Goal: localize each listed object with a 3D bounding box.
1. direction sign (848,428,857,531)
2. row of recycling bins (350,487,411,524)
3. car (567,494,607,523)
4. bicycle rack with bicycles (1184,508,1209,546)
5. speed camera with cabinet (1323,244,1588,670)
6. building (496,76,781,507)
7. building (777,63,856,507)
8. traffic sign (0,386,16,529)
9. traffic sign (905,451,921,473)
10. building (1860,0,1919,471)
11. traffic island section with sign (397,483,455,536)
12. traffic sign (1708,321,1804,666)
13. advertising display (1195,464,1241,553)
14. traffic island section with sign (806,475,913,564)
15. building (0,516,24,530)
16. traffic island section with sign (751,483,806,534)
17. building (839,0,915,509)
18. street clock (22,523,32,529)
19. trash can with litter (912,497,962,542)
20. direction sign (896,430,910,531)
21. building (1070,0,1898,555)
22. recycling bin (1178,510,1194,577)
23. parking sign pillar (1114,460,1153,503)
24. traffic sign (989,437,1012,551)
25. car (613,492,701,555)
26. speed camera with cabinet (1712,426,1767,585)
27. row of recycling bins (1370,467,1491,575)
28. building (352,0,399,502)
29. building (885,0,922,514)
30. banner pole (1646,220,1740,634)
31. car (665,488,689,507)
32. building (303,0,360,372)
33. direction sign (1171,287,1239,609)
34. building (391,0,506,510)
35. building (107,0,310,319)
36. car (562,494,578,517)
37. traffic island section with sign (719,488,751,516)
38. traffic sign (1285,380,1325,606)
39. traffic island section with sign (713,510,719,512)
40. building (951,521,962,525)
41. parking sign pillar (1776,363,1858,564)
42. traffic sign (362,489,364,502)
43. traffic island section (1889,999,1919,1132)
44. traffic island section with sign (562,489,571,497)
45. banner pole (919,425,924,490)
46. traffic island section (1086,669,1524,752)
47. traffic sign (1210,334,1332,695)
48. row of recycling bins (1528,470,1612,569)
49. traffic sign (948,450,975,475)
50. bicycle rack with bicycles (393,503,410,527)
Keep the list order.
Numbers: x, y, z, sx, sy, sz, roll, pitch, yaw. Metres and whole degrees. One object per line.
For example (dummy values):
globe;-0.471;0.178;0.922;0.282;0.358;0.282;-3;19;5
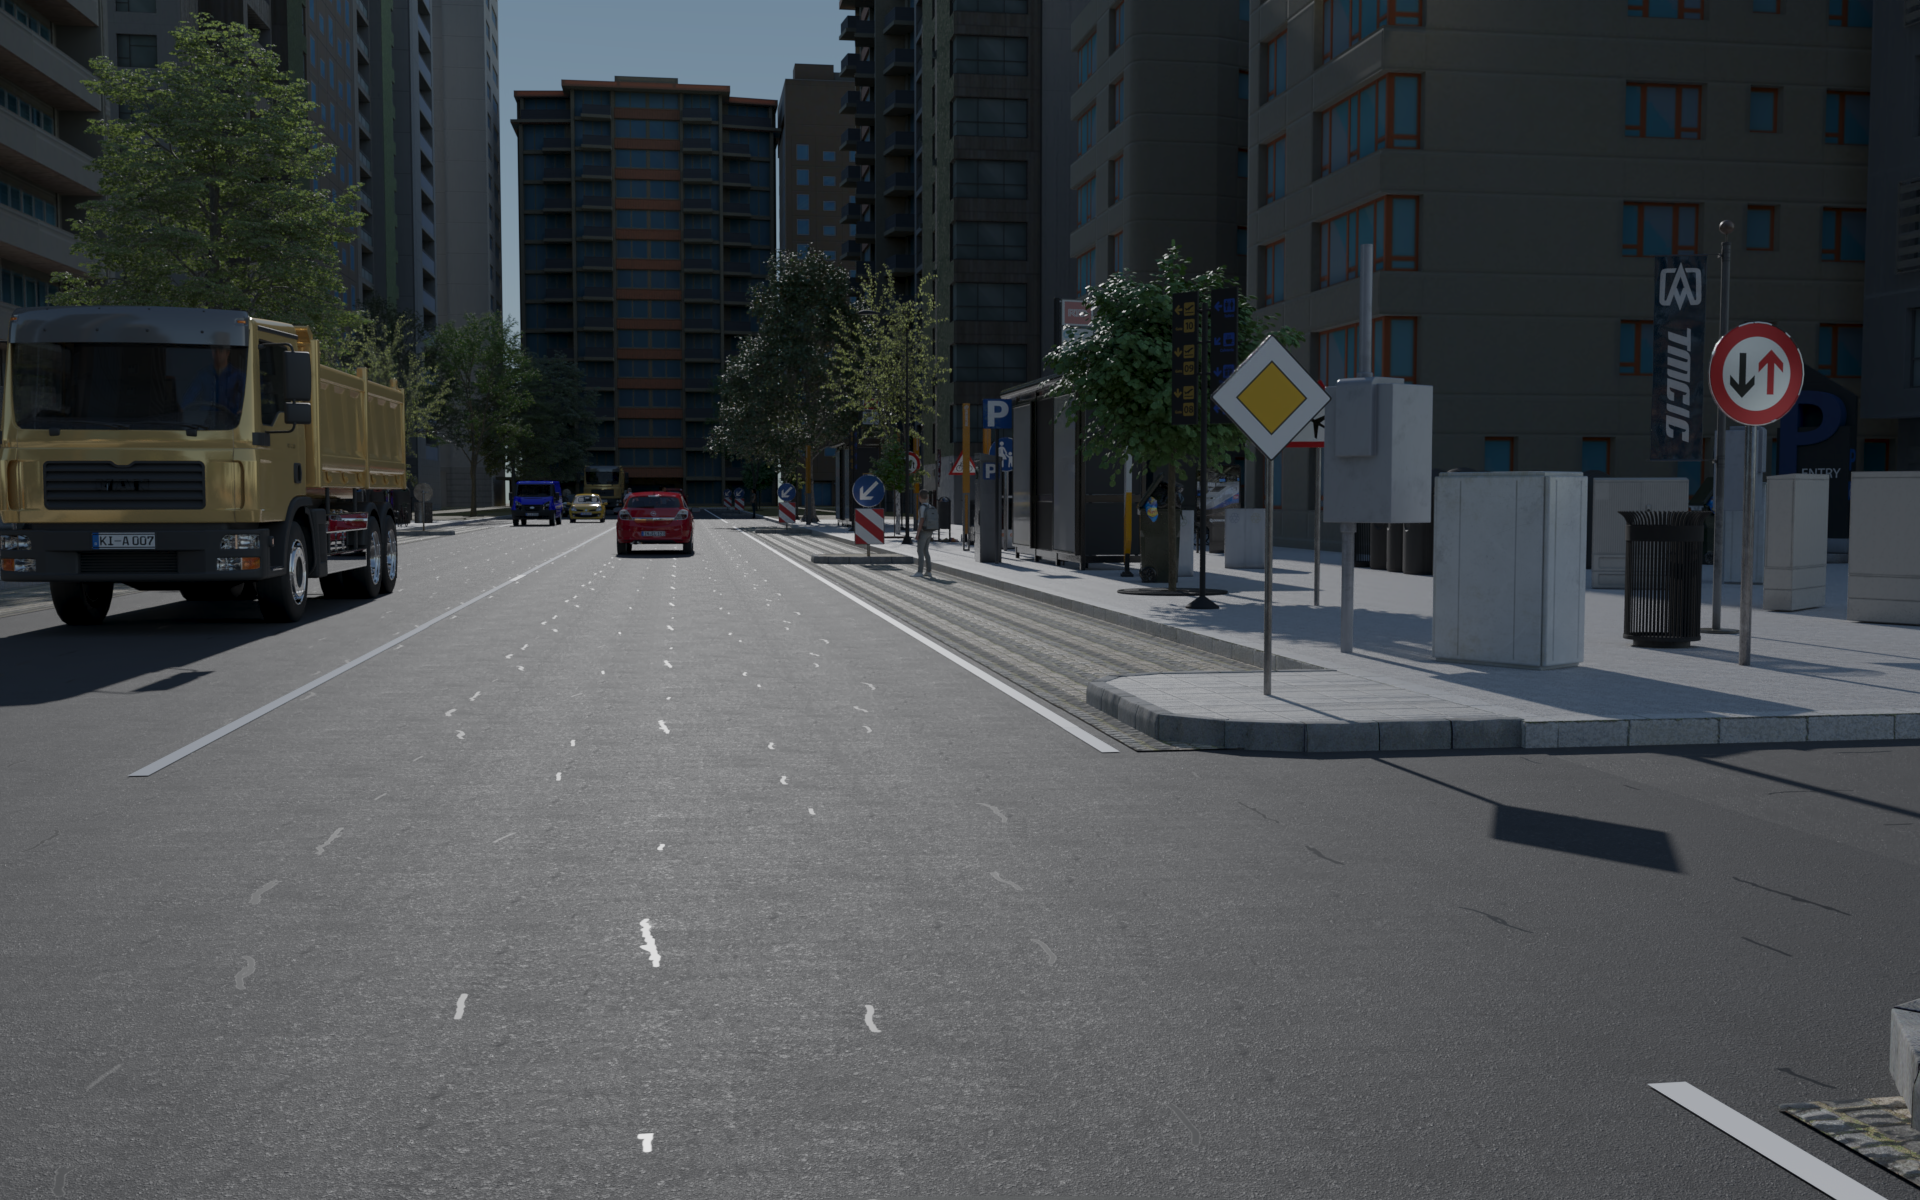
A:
direction sign;-3.680;-4.147;59.802;0.379;3.537;0.876;1;4;12
row of recycling bins;-25.438;-4.109;74.297;3.534;1.692;1.069;-1;4;-23
car;-18.918;-4.755;87.965;2.015;1.641;3.980;-1;4;-10
bicycle rack with bicycles;5.824;-1.839;43.446;2.925;0.926;2.852;1;4;19
speed camera with cabinet;3.802;-1.166;13.406;0.660;3.252;2.038;-3;5;-39
building;-33.858;-32.421;184.707;28.867;44.769;22.147;-1;4;-9
building;-11.802;-32.693;184.635;14.200;45.320;14.600;-1;4;-9
traffic sign;-18.221;-2.376;32.716;2.265;3.308;0.079;0;4;-3
traffic sign;-1.550;-3.152;51.638;0.768;2.556;0.104;0;4;-1
building;26.916;-21.183;29.935;14.086;41.232;14.154;-1;4;-9
traffic island section with sign;-18.584;-3.141;59.991;1.989;1.847;2.006;-1;4;-9
traffic sign;5.878;-0.782;12.898;0.768;2.556;0.104;-1;4;-9
advertising display;5.580;-1.973;37.469;0.974;1.923;0.123;0;4;7
traffic island section with sign;-2.088;-1.682;36.128;1.989;1.847;2.006;-1;4;-9
building;-39.781;-26.103;50.481;21.300;48.544;21.600;-1;4;-9
traffic island section with sign;-6.455;-3.328;63.034;1.989;1.847;2.006;-1;4;-9
building;1.816;-29.707;140.329;22.147;44.769;28.867;-1;4;-9
street clock;-15.807;-1.518;29.391;0.471;2.002;0.358;0;4;-1
trash can with litter;-0.561;-2.179;46.677;1.678;1.210;2.233;-3;4;-36
direction sign;-2.048;-4.217;60.940;0.379;3.537;0.876;3;4;36
building;20.034;-12.659;52.020;27.650;21.520;28.899;-1;4;-9
recycling bin;3.245;-0.892;27.145;0.722;1.027;0.722;0;4;-3
parking sign pillar;5.106;-3.824;50.987;1.447;3.967;1.447;-3;4;-36
traffic sign;1.025;-2.374;38.916;0.768;2.556;0.104;0;4;-3
car;-7.474;-2.055;42.637;2.155;1.783;4.494;0;4;-8
speed camera with cabinet;11.055;-1.838;24.389;0.660;3.252;2.038;2;4;32
row of recycling bins;7.557;-1.283;28.084;1.069;1.692;3.534;0;4;-7
building;-45.830;-26.400;115.236;14.154;41.232;14.086;-1;4;-9
building;6.266;-41.401;115.165;20.563;71.187;20.611;-1;4;-9
banner pole;6.778;-1.587;15.965;0.863;3.779;0.401;0;4;7
car;-19.086;-6.479;114.609;2.281;1.827;5.304;-1;4;-11
building;-43.827;-27.586;101.135;14.600;45.320;14.200;-1;4;-9
direction sign;2.719;-1.672;19.329;0.876;3.537;0.379;3;5;44
building;-62.101;-38.949;178.823;28.212;58.520;21.231;-1;4;-9
building;-41.452;-19.297;87.204;14.160;30.474;14.107;-1;4;-9
car;-24.078;-6.031;108.397;2.009;1.686;4.222;0;4;-7
traffic island section with sign;-14.432;-6.336;112.224;1.989;1.847;2.006;-1;4;-9
traffic sign;4.098;-1.213;19.831;0.884;2.594;0.081;0;3;0
traffic island section with sign;-18.758;-7.964;138.831;1.989;1.847;2.006;-1;4;-9
building;5.578;-18.810;79.242;14.160;30.474;14.107;-1;4;-9
parking sign pillar;16.070;-2.694;32.514;1.447;3.967;1.447;-3;5;-45
traffic sign;-25.098;-4.450;72.766;0.884;2.594;0.081;0;4;-1
traffic island section;3.261;1.167;3.197;2.009;0.180;2.903;-1;4;-9
traffic island section with sign;-31.150;-7.878;137.430;1.989;1.847;2.006;-1;4;-9
banner pole;-1.457;-4.459;62.917;0.401;3.779;0.863;-2;4;-27
traffic island section;1.982;0.685;11.080;2.009;0.180;2.903;-1;4;-9
traffic sign;1.960;-0.450;10.999;0.795;2.450;0.064;-1;4;-9
row of recycling bins;9.655;-1.421;30.339;3.534;1.692;1.069;2;4;25
traffic sign;0.118;-2.951;48.257;0.884;2.594;0.081;0;4;-4
bicycle rack with bicycles;-23.045;-3.355;68.235;2.852;0.926;2.925;-2;4;-23
